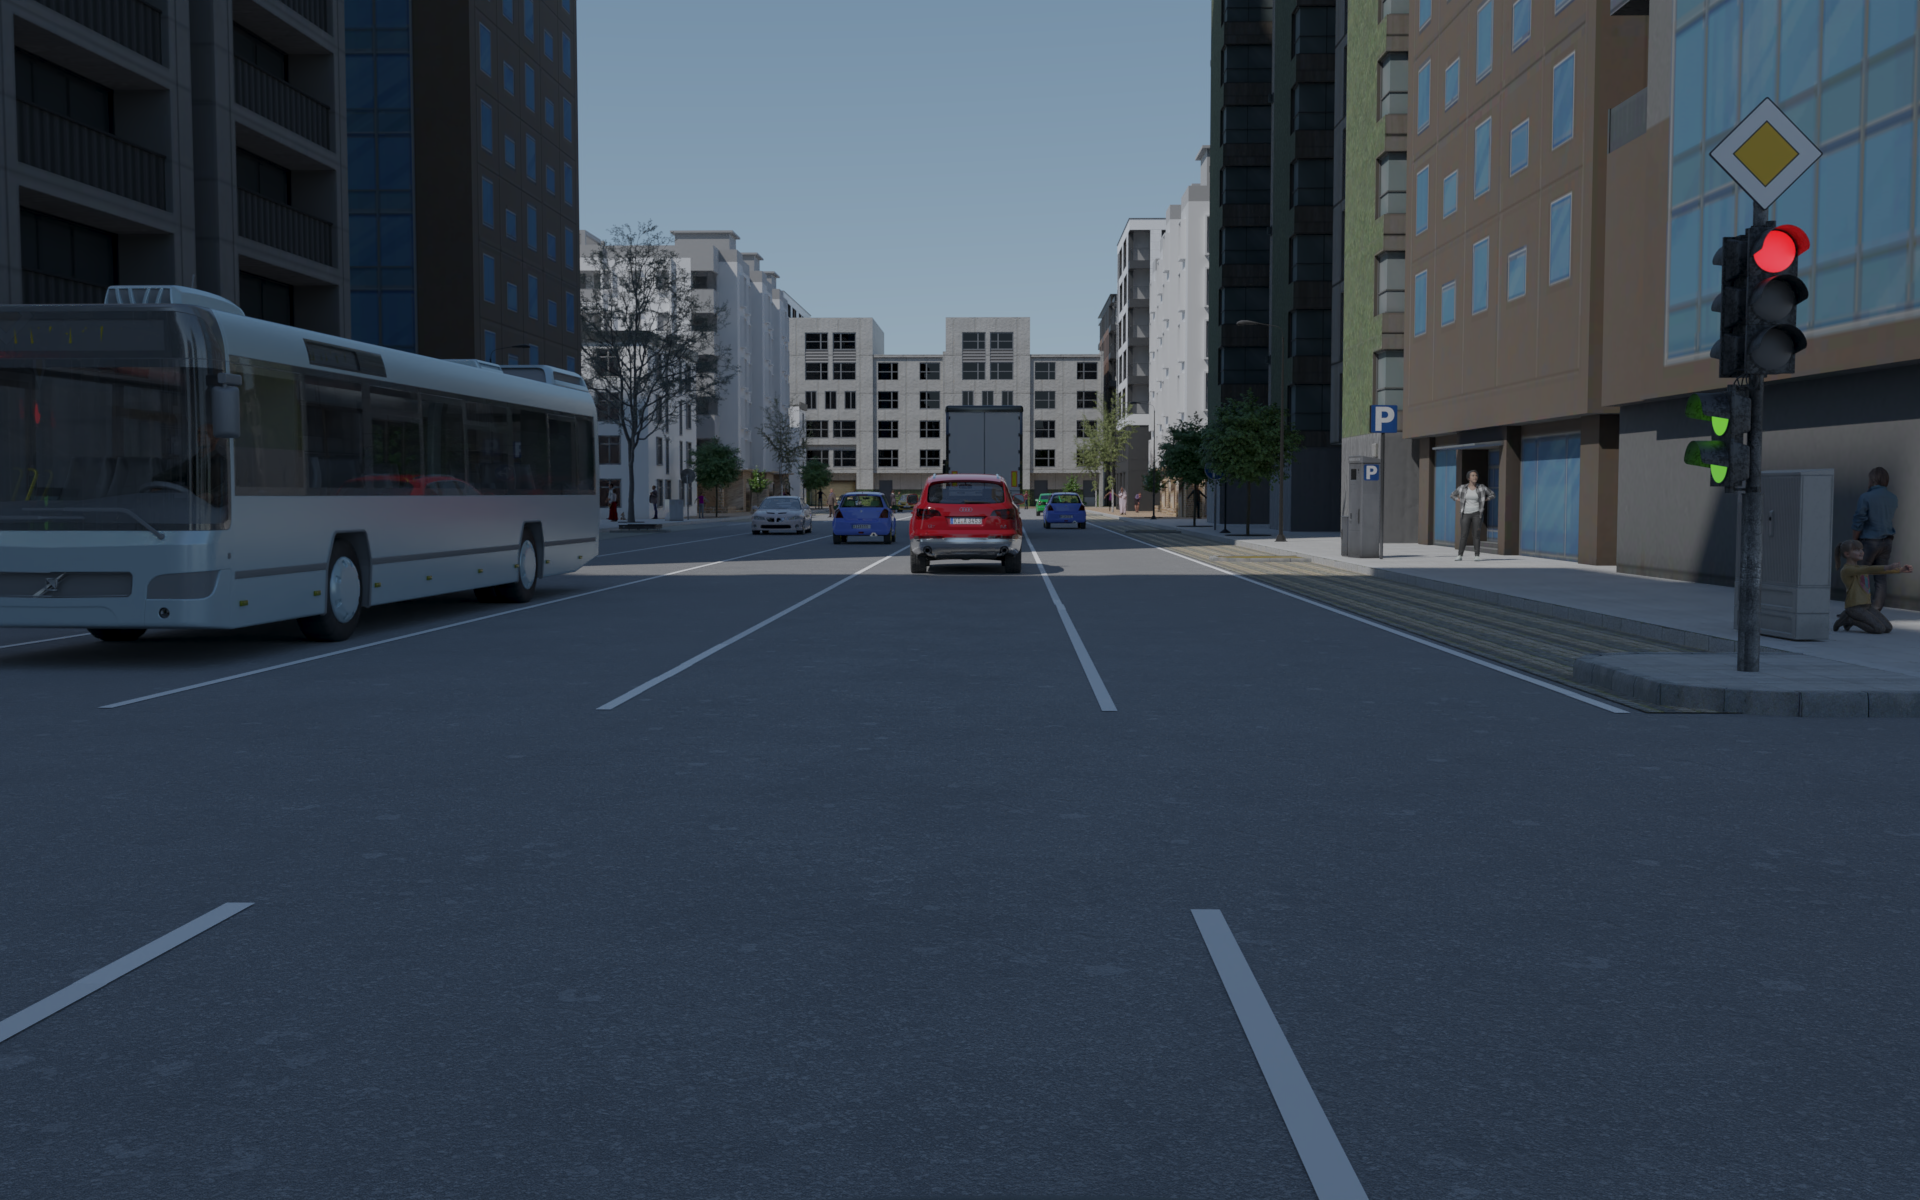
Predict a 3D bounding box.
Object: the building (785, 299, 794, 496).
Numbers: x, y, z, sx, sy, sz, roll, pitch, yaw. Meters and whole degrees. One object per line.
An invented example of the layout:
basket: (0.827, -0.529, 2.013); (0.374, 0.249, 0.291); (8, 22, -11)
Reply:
building: (-22.352, -17.661, 145.177); (16.016, 20.091, 11.380); (0, 4, 2)

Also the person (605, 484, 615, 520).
person: (-17.493, -4.911, 86.488); (0.789, 1.805, 0.875); (-1, 4, -19)

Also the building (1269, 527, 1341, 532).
building: (18.476, -17.926, 64.798); (14.160, 30.474, 14.107); (0, 4, 2)

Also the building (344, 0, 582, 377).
building: (-22.482, -25.225, 62.538); (14.600, 45.320, 14.200); (0, 4, 2)

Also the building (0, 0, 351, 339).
building: (-22.857, -36.542, 35.707); (20.563, 71.187, 20.611); (0, 4, 2)

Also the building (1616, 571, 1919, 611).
building: (17.245, -22.604, 19.693); (14.200, 45.320, 14.600); (0, 4, 2)

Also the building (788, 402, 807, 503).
building: (-28.458, -13.233, 158.499); (28.070, 9.664, 9.099); (0, 4, 2)

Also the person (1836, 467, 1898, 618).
person: (9.168, -0.562, 17.450); (0.499, 1.552, 0.429); (1, 4, 15)

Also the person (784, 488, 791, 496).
person: (-13.500, -7.780, 134.062); (1.217, 1.723, 0.721); (2, 4, 27)

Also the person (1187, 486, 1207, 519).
person: (12.340, -5.140, 90.103); (1.348, 1.821, 0.705); (-1, 4, -22)

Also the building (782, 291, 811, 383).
building: (-33.566, -21.062, 188.346); (32.646, 21.610, 27.936); (0, 4, 2)

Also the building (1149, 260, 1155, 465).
building: (20.821, -15.582, 111.181); (16.016, 20.091, 11.380); (0, 4, 2)

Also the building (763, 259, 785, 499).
building: (-22.474, -16.965, 133.796); (16.016, 20.091, 11.380); (0, 4, 2)

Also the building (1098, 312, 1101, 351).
building: (31.872, -20.971, 186.845); (32.646, 21.610, 27.936); (0, 4, 2)

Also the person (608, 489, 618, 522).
person: (-16.073, -4.393, 80.339); (0.387, 1.526, 0.523); (1, 4, 18)

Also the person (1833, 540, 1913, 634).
person: (8.401, -0.122, 15.962); (0.347, 0.859, 0.695); (-2, 4, -31)

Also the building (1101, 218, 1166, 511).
building: (26.855, -18.370, 144.317); (27.936, 21.610, 32.646); (0, 4, 2)

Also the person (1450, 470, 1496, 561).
person: (9.793, -1.613, 33.146); (0.841, 1.734, 0.376); (2, 4, 24)

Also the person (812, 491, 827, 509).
person: (-12.097, -8.791, 149.793); (1.348, 1.822, 0.705); (-2, 4, -26)

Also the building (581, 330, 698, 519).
building: (-20.060, -9.838, 102.994); (9.099, 9.664, 28.070); (0, 4, 2)

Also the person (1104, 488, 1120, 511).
person: (11.371, -7.527, 129.792); (1.217, 1.739, 0.721); (0, 4, -6)

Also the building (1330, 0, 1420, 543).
building: (18.086, -22.435, 50.405); (14.154, 41.232, 14.086); (0, 4, 2)

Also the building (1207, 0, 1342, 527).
building: (18.283, -18.836, 79.677); (14.160, 30.474, 14.107); (0, 4, 2)

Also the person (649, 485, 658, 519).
person: (-15.652, -4.989, 88.441); (0.431, 1.722, 0.655); (-1, 4, -10)

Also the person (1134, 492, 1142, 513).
person: (12.228, -6.709, 118.967); (0.421, 1.427, 0.697); (-2, 4, -26)

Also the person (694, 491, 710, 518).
person: (-13.584, -5.010, 91.185); (0.991, 1.433, 0.599); (2, 4, 26)

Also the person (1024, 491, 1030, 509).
person: (6.158, -9.360, 162.249); (1.217, 1.743, 0.721); (-3, 5, -41)

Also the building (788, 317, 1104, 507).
building: (-1.213, -19.282, 181.719); (31.486, 18.905, 16.747); (0, 4, 2)

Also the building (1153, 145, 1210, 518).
building: (19.844, -14.875, 99.634); (16.016, 20.091, 11.380); (0, 4, 2)

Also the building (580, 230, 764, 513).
building: (-22.898, -16.271, 122.445); (16.016, 20.091, 11.380); (0, 4, 2)

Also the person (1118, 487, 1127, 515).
person: (10.045, -6.137, 107.055); (0.551, 1.740, 0.621); (0, 4, 3)

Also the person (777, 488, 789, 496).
person: (-13.301, -7.532, 129.882); (1.217, 1.739, 0.721); (0, 4, 0)

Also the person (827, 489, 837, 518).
person: (-7.852, -5.918, 105.809); (0.434, 1.755, 0.990); (-3, 5, -39)

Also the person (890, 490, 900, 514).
person: (-4.727, -7.176, 126.637); (0.742, 1.727, 0.445); (0, 4, 3)

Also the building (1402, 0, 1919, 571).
building: (18.089, -23.605, 36.058); (14.600, 45.320, 14.200); (0, 4, 2)
